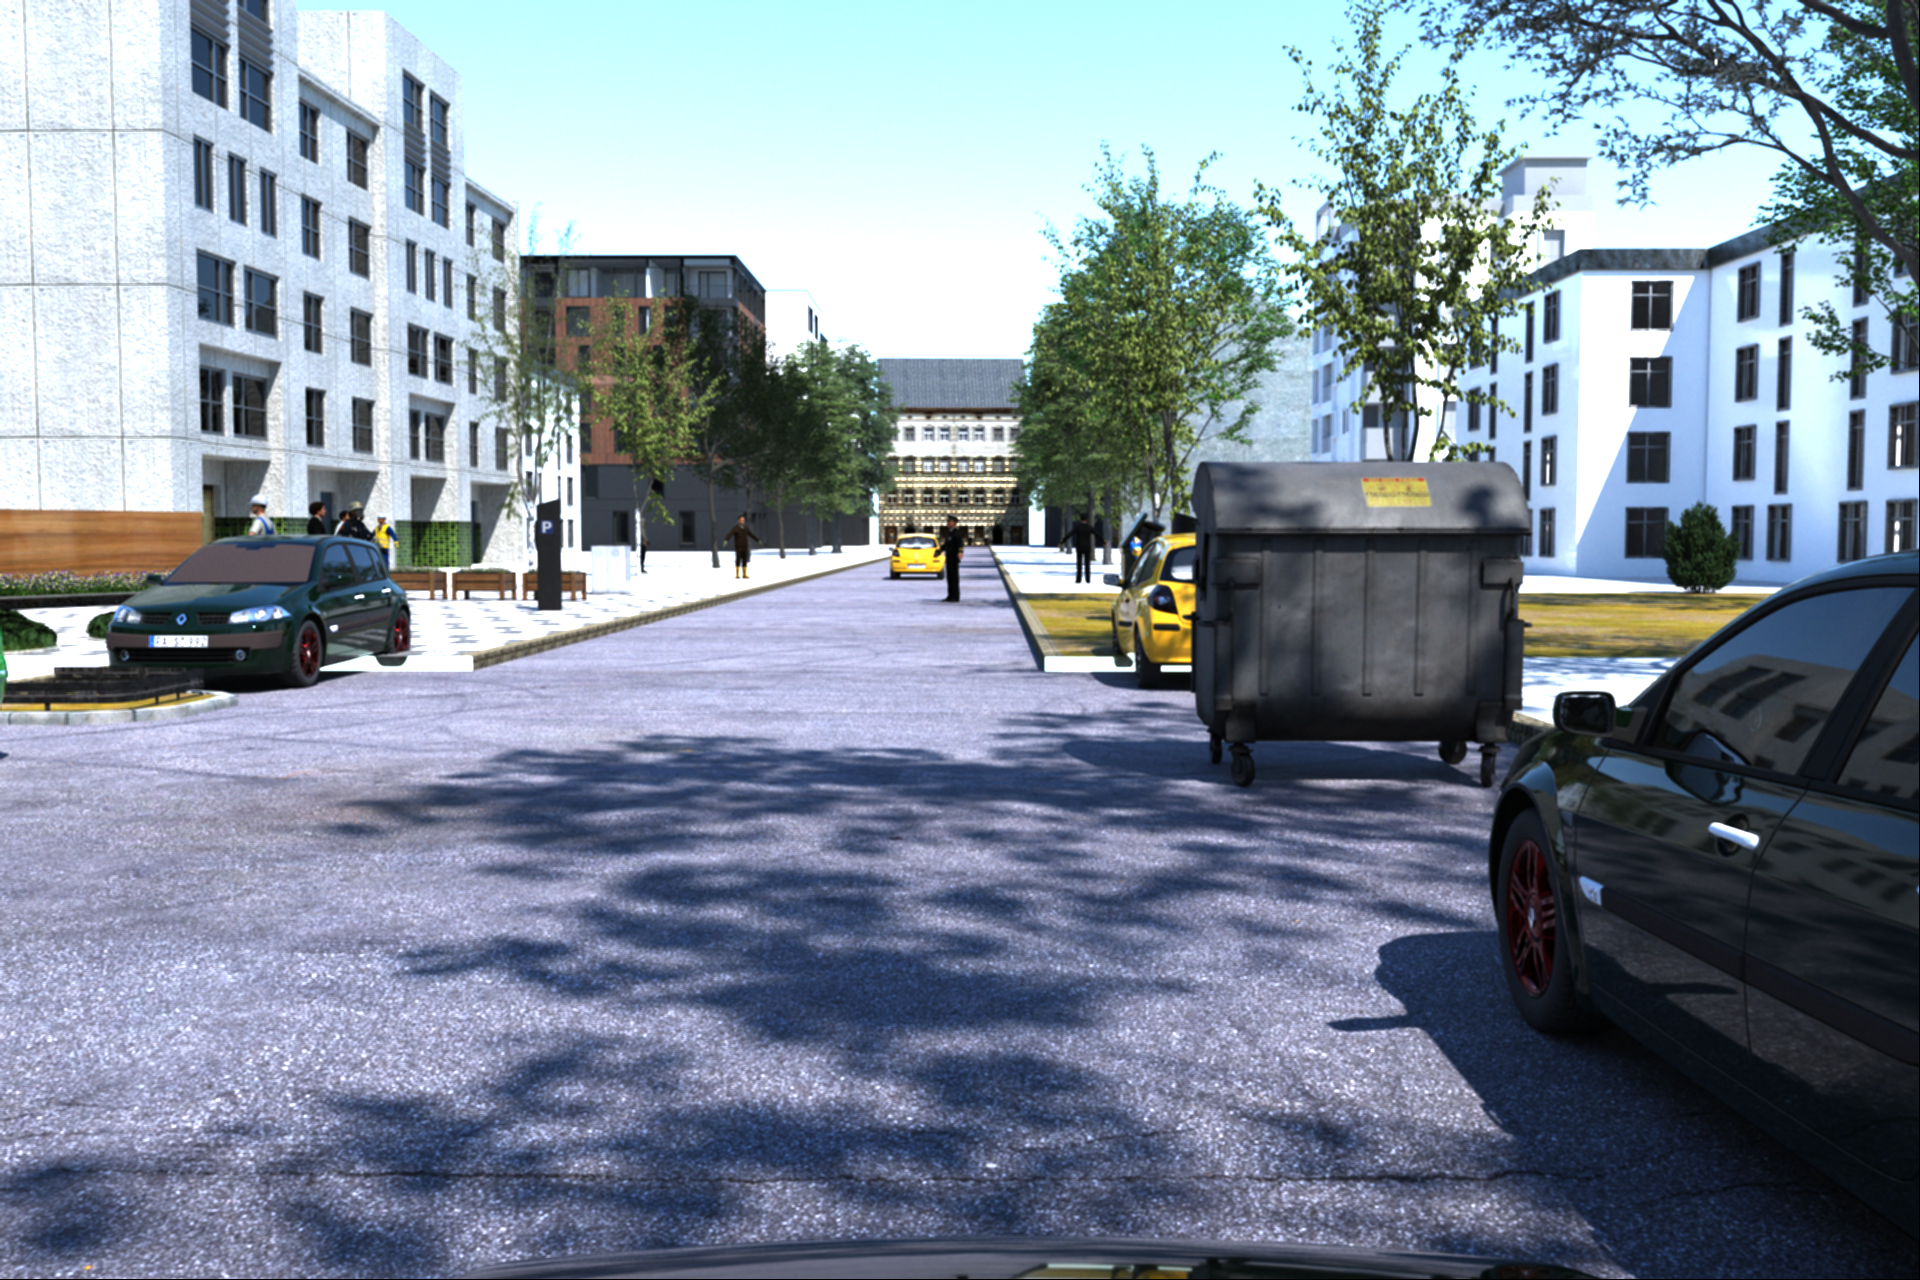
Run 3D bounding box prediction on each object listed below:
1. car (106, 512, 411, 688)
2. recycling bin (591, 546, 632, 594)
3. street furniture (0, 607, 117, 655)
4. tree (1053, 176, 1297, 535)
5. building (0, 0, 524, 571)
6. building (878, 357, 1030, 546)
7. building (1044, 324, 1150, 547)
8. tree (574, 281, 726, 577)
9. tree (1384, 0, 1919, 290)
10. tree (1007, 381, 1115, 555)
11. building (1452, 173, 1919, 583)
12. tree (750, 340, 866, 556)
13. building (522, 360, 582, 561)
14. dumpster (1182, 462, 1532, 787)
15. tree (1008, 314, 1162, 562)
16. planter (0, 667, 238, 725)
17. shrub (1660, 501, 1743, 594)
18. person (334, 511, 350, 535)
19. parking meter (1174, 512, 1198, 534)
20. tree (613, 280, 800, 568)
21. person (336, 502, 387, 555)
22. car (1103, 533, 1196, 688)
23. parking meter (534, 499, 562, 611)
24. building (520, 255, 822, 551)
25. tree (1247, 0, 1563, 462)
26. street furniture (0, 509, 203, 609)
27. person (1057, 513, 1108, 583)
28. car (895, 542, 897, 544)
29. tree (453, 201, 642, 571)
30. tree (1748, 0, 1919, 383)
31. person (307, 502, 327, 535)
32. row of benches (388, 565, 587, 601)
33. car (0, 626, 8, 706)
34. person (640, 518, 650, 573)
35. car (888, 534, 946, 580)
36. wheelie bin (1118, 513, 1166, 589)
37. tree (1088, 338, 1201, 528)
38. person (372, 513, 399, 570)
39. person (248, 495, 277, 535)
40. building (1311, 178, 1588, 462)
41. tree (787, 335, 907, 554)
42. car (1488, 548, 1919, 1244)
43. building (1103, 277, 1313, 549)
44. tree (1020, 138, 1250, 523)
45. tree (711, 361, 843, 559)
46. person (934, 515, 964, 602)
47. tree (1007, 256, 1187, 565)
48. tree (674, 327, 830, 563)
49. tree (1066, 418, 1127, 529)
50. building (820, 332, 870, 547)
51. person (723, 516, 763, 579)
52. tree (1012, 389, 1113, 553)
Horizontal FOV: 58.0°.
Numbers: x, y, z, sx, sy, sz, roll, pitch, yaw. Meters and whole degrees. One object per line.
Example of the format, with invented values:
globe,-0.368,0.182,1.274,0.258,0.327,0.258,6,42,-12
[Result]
car,-6.905,-0.465,17.391,2.009,1.686,4.222,0,4,1
recycling bin,-7.469,-1.502,37.104,0.722,1.027,0.722,0,4,2
street furniture,-13.309,-0.298,20.501,10.072,0.657,5.734,0,4,2
tree,6.279,-7.671,51.181,9.928,11.665,9.643,0,3,0
building,-27.733,-11.783,59.107,16.747,18.905,31.486,0,4,2
building,-1.118,-23.332,214.858,18.063,23.208,19.493,0,4,-2
building,22.874,-20.850,184.878,27.936,21.610,32.646,0,4,1
tree,-9.315,-6.166,51.183,4.737,8.622,4.395,0,3,0
tree,8.027,-6.310,13.535,12.009,13.543,11.850,0,3,0
tree,6.480,-11.584,107.525,7.486,12.596,7.792,0,3,0
building,22.732,-6.665,51.122,9.099,9.664,28.070,0,4,1
tree,-9.058,-11.219,101.559,7.486,12.596,7.792,0,3,0
building,-25.014,-9.286,93.966,9.099,9.664,28.070,0,4,0
dumpster,2.306,-0.126,10.279,1.865,1.857,1.264,0,4,1
tree,6.093,-9.495,80.995,9.928,11.665,9.643,0,3,0
planter,-7.032,0.436,14.004,1.991,0.319,1.994,0,4,0
shrub,16.004,-2.018,37.410,1.690,2.028,1.600,0,3,0
person,-13.851,-2.014,39.121,0.705,1.806,1.347,0,4,5
parking meter,2.661,-0.714,20.089,0.372,1.533,0.369,0,3,0
tree,-9.440,-7.948,64.369,7.601,10.594,8.767,0,4,-2
person,-10.788,-1.544,31.023,0.705,1.856,1.354,1,4,20
car,2.495,-0.446,17.514,2.015,1.641,3.980,0,4,0
parking meter,-6.889,-1.423,28.972,0.399,1.863,0.255,0,4,0
building,-26.775,-18.312,143.378,27.936,21.610,32.646,0,4,0
tree,5.969,-4.461,23.292,4.737,8.622,4.395,0,3,0
street furniture,-18.032,-1.529,31.856,11.010,1.723,9.812,1,4,22
person,3.207,-2.393,45.056,1.347,1.837,0.705,0,4,-4
car,-2.083,-4.458,84.684,2.131,1.459,4.920,0,4,1
tree,-9.902,-5.424,39.053,4.360,8.622,3.978,0,3,0
tree,16.613,-6.249,27.920,9.928,11.665,9.643,0,3,0
person,-10.464,-1.354,28.327,0.705,1.806,1.347,-2,4,-26
row of benches,-9.324,-1.112,33.651,4.104,0.672,1.422,1,4,9
car,-6.747,0.010,8.633,1.959,1.807,4.718,0,4,1
person,-10.462,-3.122,57.174,0.705,1.813,1.348,-1,4,-20
car,-1.336,-2.779,55.660,2.015,1.641,3.980,0,4,0
wheelie bin,2.702,-1.084,25.635,0.693,1.594,0.980,0,4,-1
tree,6.368,-6.788,61.340,4.737,8.622,4.395,0,3,0
person,-15.465,-2.467,46.305,1.349,1.833,0.705,2,4,28
person,-10.073,-1.164,24.892,0.705,1.847,1.347,0,4,3
building,25.393,-14.819,98.714,16.016,20.090,11.380,0,4,1
tree,-8.049,-12.626,113.087,9.857,13.997,8.962,0,3,0
car,2.474,0.368,3.770,2.009,1.686,4.222,0,4,1
building,22.979,-19.878,155.934,19.493,23.208,18.063,0,4,0
tree,3.477,-4.984,31.847,4.737,8.622,4.395,0,3,0
tree,-9.419,-9.436,88.694,7.601,10.594,8.767,1,4,12
person,-0.184,-1.721,36.526,0.705,1.837,1.347,-2,4,-23
tree,5.649,-9.318,70.480,7.486,12.596,7.792,0,3,0
tree,-9.208,-8.741,77.324,7.601,10.594,8.767,-2,4,-34
tree,7.077,-8.595,90.892,4.737,8.622,4.395,0,3,0
building,-24.498,-20.614,181.010,27.936,21.610,32.646,0,4,1
person,-6.245,-2.659,49.609,1.346,1.812,0.704,-3,5,-41
tree,7.214,-11.864,119.726,9.928,11.665,9.643,0,3,0
